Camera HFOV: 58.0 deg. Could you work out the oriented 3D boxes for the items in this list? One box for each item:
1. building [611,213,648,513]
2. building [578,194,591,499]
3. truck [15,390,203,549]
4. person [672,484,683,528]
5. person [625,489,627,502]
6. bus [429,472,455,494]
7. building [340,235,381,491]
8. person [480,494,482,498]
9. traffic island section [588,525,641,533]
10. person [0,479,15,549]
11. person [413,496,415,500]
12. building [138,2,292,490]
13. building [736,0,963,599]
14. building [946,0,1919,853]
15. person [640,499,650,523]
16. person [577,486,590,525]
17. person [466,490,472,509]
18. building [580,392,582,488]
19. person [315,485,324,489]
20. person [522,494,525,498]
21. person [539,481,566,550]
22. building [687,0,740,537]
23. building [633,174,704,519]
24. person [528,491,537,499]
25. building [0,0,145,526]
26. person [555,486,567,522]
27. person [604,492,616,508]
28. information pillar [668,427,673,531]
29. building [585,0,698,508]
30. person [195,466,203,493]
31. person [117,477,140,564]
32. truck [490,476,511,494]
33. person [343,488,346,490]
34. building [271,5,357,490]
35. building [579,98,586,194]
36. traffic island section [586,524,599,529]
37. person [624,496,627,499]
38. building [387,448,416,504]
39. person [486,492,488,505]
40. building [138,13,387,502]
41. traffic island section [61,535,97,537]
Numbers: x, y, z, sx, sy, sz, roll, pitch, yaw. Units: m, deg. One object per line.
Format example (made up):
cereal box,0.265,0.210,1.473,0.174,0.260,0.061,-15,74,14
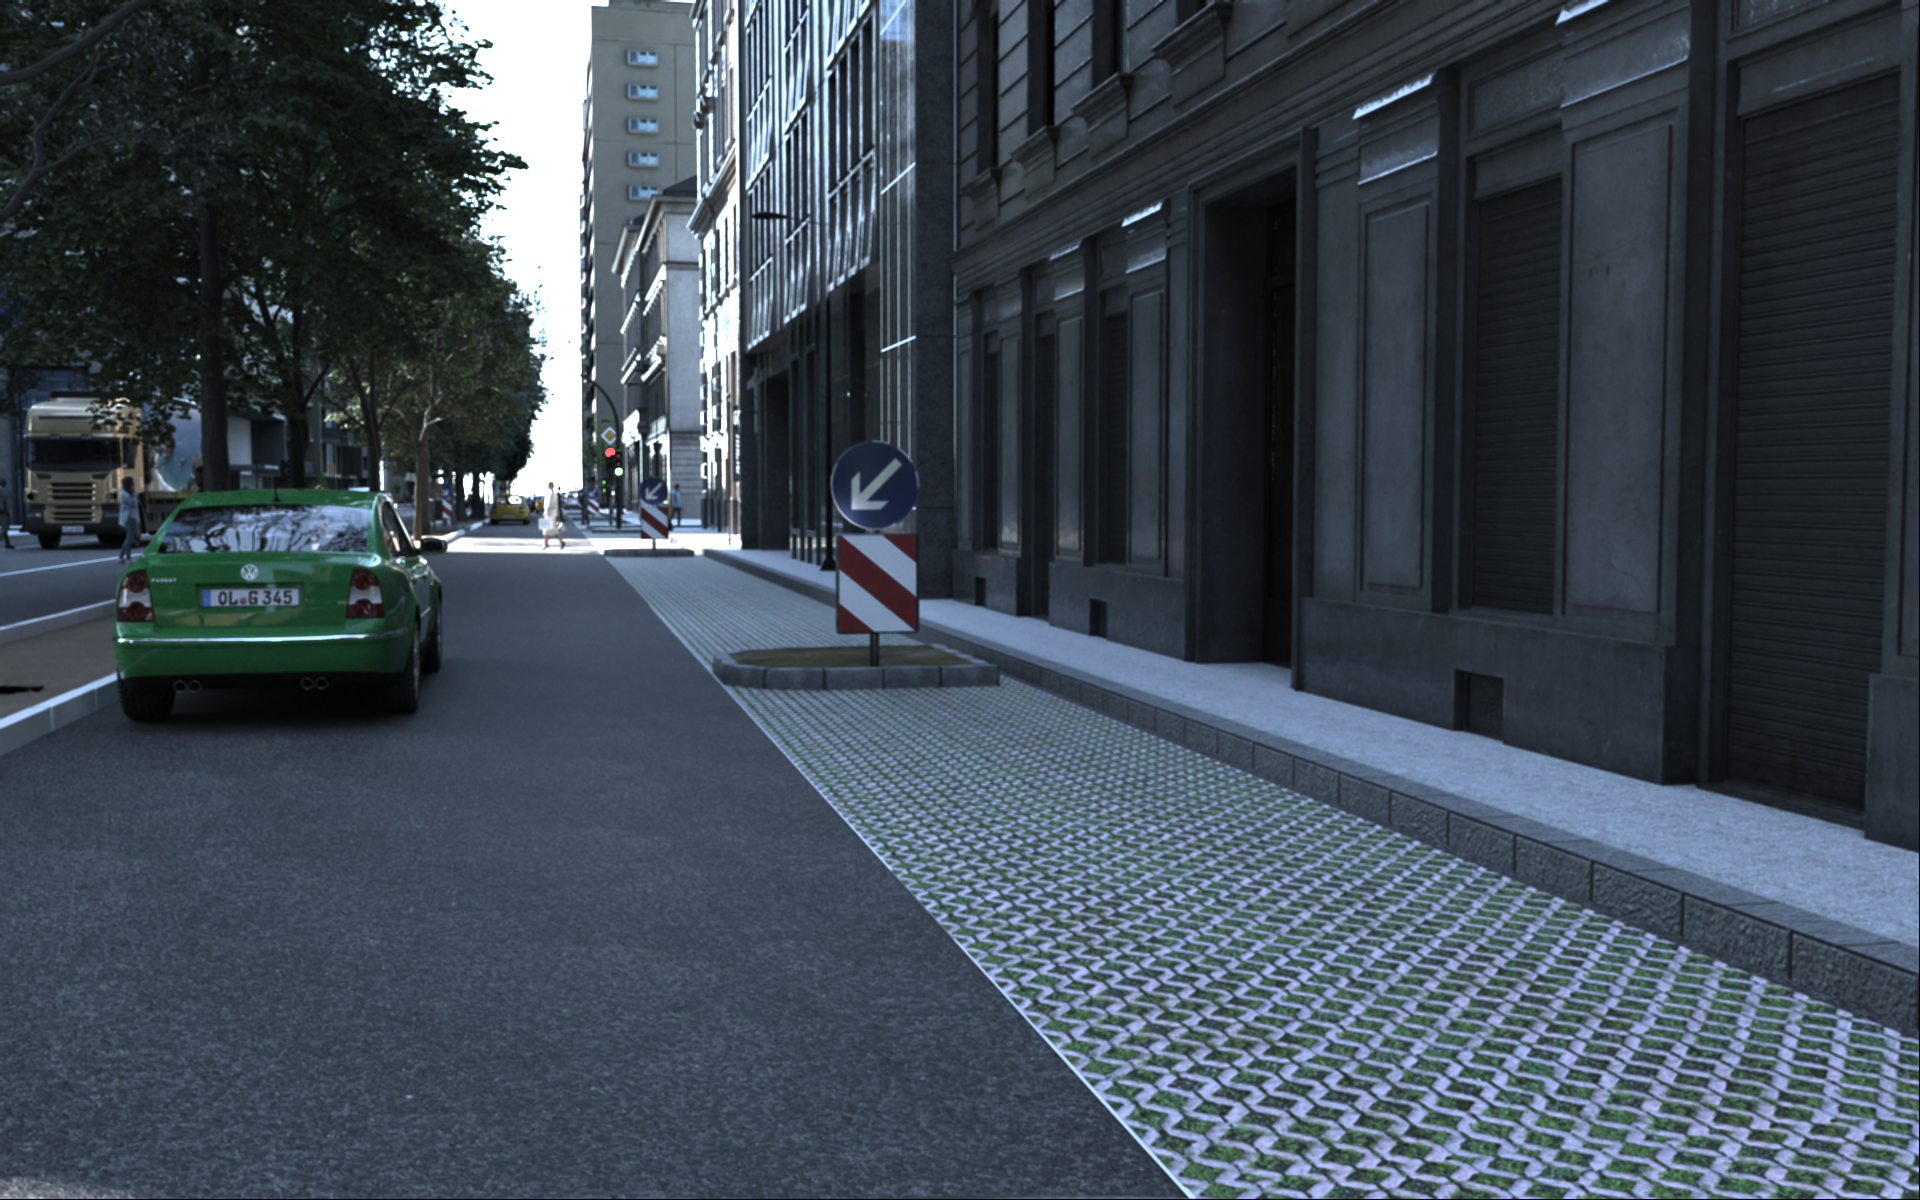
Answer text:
building,-19.993,-16.858,126.544,10.553,20.767,40.483,-1,4,-13
building,-45.379,-33.996,239.433,14.154,41.232,14.086,-1,4,-13
truck,-23.700,-3.674,48.991,2.839,4.237,11.283,-1,4,-12
person,-11.500,-3.769,69.988,0.748,1.841,0.638,3,4,36
person,-30.153,-9.203,157.236,0.721,1.735,1.217,-3,4,-37
bus,-59.605,-12.697,199.147,2.896,3.916,12.252,-1,4,-13
building,-66.472,-24.611,174.086,14.160,30.474,14.107,-1,4,-13
person,-55.582,-11.761,200.429,0.705,1.869,1.348,-2,4,-32
traffic island section,-12.610,-2.558,64.109,2.009,0.180,2.903,-1,4,-13
person,-24.856,-2.227,45.008,0.679,1.850,0.850,1,4,15
person,-51.217,-9.518,164.054,1.348,1.831,0.705,1,4,12
building,-61.041,-32.300,117.336,28.713,52.752,27.495,-1,4,-13
building,3.007,-13.048,31.351,12.078,24.808,19.932,-1,4,-13
building,6.534,-10.004,12.709,9.793,20.994,18.267,-1,4,-13
person,-13.792,-4.323,76.599,0.818,1.842,0.514,0,4,2
person,-17.483,-4.381,80.309,0.590,1.801,0.661,-1,4,-10
person,-48.233,-9.907,170.485,1.348,1.824,0.705,1,4,13
building,-49.213,-27.232,290.274,27.650,21.520,28.899,-1,4,-13
person,-19.572,-2.659,52.971,0.522,1.701,0.512,-1,4,-11
person,-49.716,-11.359,197.459,0.421,1.427,0.697,1,4,18
person,-10.514,-2.190,44.662,0.624,1.780,0.694,1,4,20
building,-1.370,-15.662,53.338,12.463,27.353,25.104,-1,4,-13
building,-12.526,-14.256,97.707,10.561,19.102,19.286,-1,4,-13
person,-37.297,-8.731,151.978,1.217,1.736,0.721,0,4,-6
building,-48.942,-46.990,80.962,22.319,86.520,31.000,-1,4,-13
person,-20.388,-4.885,88.142,0.755,1.850,0.659,0,4,-8
person,-31.783,-9.213,156.695,1.348,1.821,0.705,1,4,20
information pillar,-10.104,-4.217,60.308,0.183,3.616,0.504,-1,4,-13
building,-25.141,-33.342,168.848,21.300,48.544,21.600,-1,4,-13
person,-10.556,-0.966,24.282,0.713,1.824,0.794,-1,4,-13
person,-17.176,-1.650,35.746,0.793,1.790,0.793,2,4,31
truck,-70.093,-16.866,264.669,2.839,4.237,11.283,-1,4,-12
person,-52.100,-8.568,146.578,0.568,1.767,0.683,-1,4,-19
building,-65.506,-30.370,151.176,22.147,44.769,28.867,-1,4,-13
building,-46.092,-43.946,260.510,21.231,58.520,28.212,-1,4,-13
traffic island section,-14.460,-3.033,71.877,2.009,0.180,2.903,-1,4,-13
person,-28.485,-8.553,149.104,0.991,1.433,0.599,-1,4,-19
building,-84.213,-37.030,229.148,21.300,48.544,21.600,-1,4,-13
person,-62.440,-13.463,229.136,0.721,1.766,1.217,-1,4,-9
building,-76.121,-53.881,193.632,22.319,86.520,31.000,-1,4,-13
traffic island section,-29.773,-2.309,60.040,2.009,0.180,2.903,-1,4,-13
